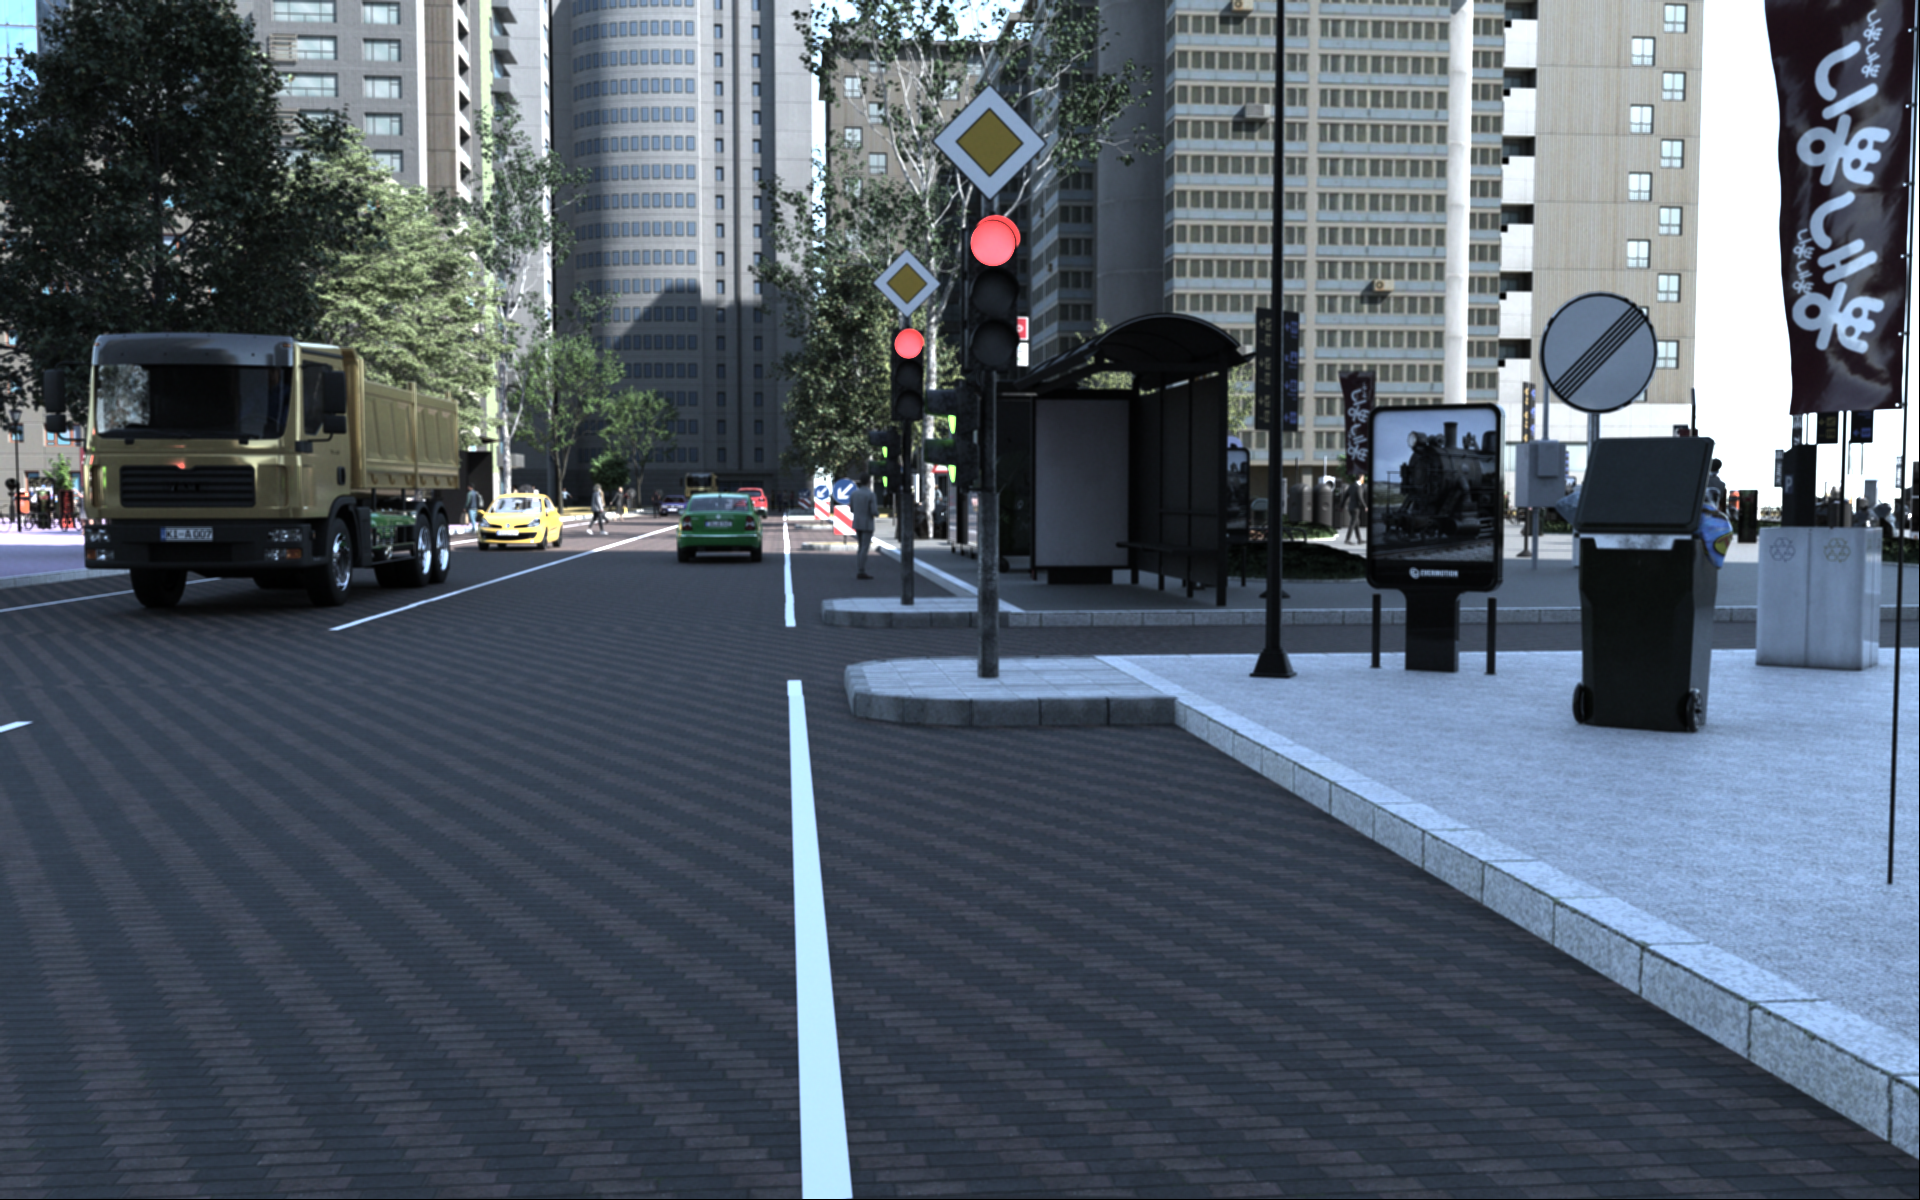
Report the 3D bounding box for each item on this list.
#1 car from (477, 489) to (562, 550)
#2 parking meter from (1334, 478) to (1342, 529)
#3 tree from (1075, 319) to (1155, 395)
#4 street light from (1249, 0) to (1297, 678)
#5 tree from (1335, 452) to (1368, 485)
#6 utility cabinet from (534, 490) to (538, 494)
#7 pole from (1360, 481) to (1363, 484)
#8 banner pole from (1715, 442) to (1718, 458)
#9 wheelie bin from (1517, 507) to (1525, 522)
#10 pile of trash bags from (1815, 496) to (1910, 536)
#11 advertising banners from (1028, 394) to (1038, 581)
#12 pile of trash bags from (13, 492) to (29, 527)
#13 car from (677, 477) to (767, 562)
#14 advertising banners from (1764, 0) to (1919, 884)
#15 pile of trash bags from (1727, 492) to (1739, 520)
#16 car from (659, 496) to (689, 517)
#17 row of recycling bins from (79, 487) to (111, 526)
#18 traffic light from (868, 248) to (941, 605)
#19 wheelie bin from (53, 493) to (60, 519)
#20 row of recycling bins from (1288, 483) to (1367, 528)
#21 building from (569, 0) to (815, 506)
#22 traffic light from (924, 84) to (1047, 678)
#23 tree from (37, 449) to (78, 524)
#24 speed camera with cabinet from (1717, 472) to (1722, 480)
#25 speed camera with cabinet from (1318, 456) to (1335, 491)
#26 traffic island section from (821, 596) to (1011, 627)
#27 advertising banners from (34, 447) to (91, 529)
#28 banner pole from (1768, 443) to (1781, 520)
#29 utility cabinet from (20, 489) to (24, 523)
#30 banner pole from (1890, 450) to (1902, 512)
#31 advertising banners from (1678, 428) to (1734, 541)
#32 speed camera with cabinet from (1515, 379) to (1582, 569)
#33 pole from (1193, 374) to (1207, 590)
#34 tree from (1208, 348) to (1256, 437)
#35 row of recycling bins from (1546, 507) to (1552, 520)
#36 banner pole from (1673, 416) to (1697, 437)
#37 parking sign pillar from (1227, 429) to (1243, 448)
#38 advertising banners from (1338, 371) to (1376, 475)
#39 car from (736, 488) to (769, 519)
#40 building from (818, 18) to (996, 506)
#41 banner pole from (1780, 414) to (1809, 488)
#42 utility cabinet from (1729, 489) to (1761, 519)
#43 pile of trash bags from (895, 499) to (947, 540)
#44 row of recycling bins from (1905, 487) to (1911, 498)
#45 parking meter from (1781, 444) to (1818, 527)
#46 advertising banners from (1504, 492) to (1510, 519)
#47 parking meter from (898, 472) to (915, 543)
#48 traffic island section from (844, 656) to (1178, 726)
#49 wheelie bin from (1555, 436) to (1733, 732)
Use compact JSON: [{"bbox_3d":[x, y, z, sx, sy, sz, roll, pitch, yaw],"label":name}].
[{"bbox_3d":[-11.519,-2.151,45.393,2.015,1.641,3.980,0,4,-5],"label":"car"},{"bbox_3d":[13.718,-3.495,62.860,0.255,1.863,0.399,1,4,15],"label":"parking meter"},{"bbox_3d":[6.413,-7.448,72.144,4.737,8.622,4.395,0,3,0],"label":"tree"},{"bbox_3d":[1.673,-2.414,12.003,1.470,5.913,1.316,0,4,-6],"label":"street light"},{"bbox_3d":[21.784,-6.645,92.355,4.285,4.588,4.351,0,3,0],"label":"tree"},{"bbox_3d":[-21.735,-4.840,87.806,0.318,1.500,1.173,-3,4,-38],"label":"utility cabinet"},{"bbox_3d":[19.127,-5.427,82.574,0.158,3.312,0.155,0,3,0],"label":"pole"},{"bbox_3d":[36.589,-5.743,83.910,0.401,3.779,0.863,2,4,24],"label":"banner pole"},{"bbox_3d":[26.287,-4.446,80.606,0.693,1.594,0.980,2,4,31],"label":"wheelie bin"},{"bbox_3d":[24.213,-2.336,47.943,1.912,1.369,3.447,-1,4,-21],"label":"pile of trash bags"},{"bbox_3d":[1.117,-1.819,25.921,0.090,3.025,2.074,0,4,0],"label":"advertising banners"},{"bbox_3d":[-37.945,-3.515,67.214,3.447,1.369,1.912,-1,4,-18],"label":"pile of trash bags"},{"bbox_3d":[-5.223,-1.783,37.948,1.959,1.807,4.718,0,4,-6],"label":"car"},{"bbox_3d":[3.379,-0.551,5.204,0.090,3.025,2.074,-3,4,-37],"label":"advertising banners"},{"bbox_3d":[27.241,-3.212,62.269,3.447,1.369,1.912,-3,5,-43],"label":"pile of trash bags"},{"bbox_3d":[-18.390,-6.066,111.761,1.945,1.354,3.894,0,4,-4],"label":"car"},{"bbox_3d":[-33.998,-3.890,70.706,3.534,1.692,1.069,-1,4,-20],"label":"row of recycling bins"},{"bbox_3d":[-0.630,-1.900,19.987,0.839,4.253,0.868,0,4,-6],"label":"traffic light"},{"bbox_3d":[-45.700,-4.894,87.922,0.693,1.594,0.980,-1,4,-19],"label":"wheelie bin"},{"bbox_3d":[14.283,-3.625,66.377,3.534,1.692,1.069,-1,4,-18],"label":"row of recycling bins"},{"bbox_3d":[-30.710,-39.928,194.820,28.212,58.520,21.231,0,4,-6],"label":"building"},{"bbox_3d":[0.179,-1.414,12.043,0.839,4.253,0.868,0,4,-6],"label":"traffic light"},{"bbox_3d":[-38.750,-4.910,74.881,1.663,3.219,1.824,0,3,0],"label":"tree"},{"bbox_3d":[29.004,-4.503,67.953,2.038,3.252,0.660,-2,4,-31],"label":"speed camera with cabinet"},{"bbox_3d":[18.445,-5.847,89.935,2.038,3.252,0.660,-1,4,-20],"label":"speed camera with cabinet"},{"bbox_3d":[-0.589,0.133,20.105,2.009,0.180,2.903,0,4,-6],"label":"traffic island section"},{"bbox_3d":[-33.167,-4.160,64.208,2.074,3.025,0.090,-2,4,-32],"label":"advertising banners"},{"bbox_3d":[39.711,-5.771,84.374,0.401,3.779,0.863,-3,5,-44],"label":"banner pole"},{"bbox_3d":[-40.738,-4.061,75.083,0.318,1.500,1.173,-2,4,-30],"label":"utility cabinet"},{"bbox_3d":[53.708,-6.689,99.390,0.863,3.779,0.401,0,4,3],"label":"banner pole"},{"bbox_3d":[20.034,-3.030,45.734,2.074,3.025,0.090,2,4,29],"label":"advertising banners"},{"bbox_3d":[10.657,-2.172,29.849,2.038,3.252,0.660,0,4,-6],"label":"speed camera with cabinet"},{"bbox_3d":[3.214,-1.794,23.172,0.158,3.312,0.155,0,3,0],"label":"pole"},{"bbox_3d":[12.881,-8.327,86.504,4.737,8.622,4.395,0,3,0],"label":"tree"},{"bbox_3d":[23.882,-3.790,69.074,1.069,1.692,3.534,3,5,40],"label":"row of recycling bins"},{"bbox_3d":[23.076,-3.981,55.099,0.863,3.779,0.401,1,4,10],"label":"banner pole"},{"bbox_3d":[9.043,-4.274,58.344,1.447,3.967,1.447,3,5,42],"label":"parking sign pillar"},{"bbox_3d":[6.395,-1.736,24.568,2.074,3.025,0.090,0,4,5],"label":"advertising banners"},{"bbox_3d":[-12.461,-5.761,102.859,2.281,1.827,5.304,0,4,-6],"label":"car"},{"bbox_3d":[-2.439,-37.494,202.258,27.495,52.752,28.713,0,4,-6],"label":"building"},{"bbox_3d":[22.034,-3.388,45.419,0.401,3.779,0.863,-1,4,-11],"label":"banner pole"},{"bbox_3d":[32.976,-3.923,72.827,1.173,1.500,0.318,3,5,42],"label":"utility cabinet"},{"bbox_3d":[-0.168,-2.424,49.381,3.447,1.369,1.912,0,4,1],"label":"pile of trash bags"},{"bbox_3d":[52.204,-5.232,92.653,3.534,1.692,1.069,-1,4,-9],"label":"row of recycling bins"},{"bbox_3d":[9.856,-0.897,20.374,0.255,1.863,0.399,0,4,1],"label":"parking meter"},{"bbox_3d":[27.559,-5.697,89.336,2.074,3.025,0.090,-2,4,-25],"label":"advertising banners"},{"bbox_3d":[-1.416,-2.449,45.746,0.399,1.863,0.255,2,4,28],"label":"parking meter"},{"bbox_3d":[0.220,0.619,12.161,2.009,0.180,2.903,0,4,-6],"label":"traffic island section"},{"bbox_3d":[3.802,-0.105,9.632,0.980,1.594,0.693,3,4,36],"label":"wheelie bin"}]
